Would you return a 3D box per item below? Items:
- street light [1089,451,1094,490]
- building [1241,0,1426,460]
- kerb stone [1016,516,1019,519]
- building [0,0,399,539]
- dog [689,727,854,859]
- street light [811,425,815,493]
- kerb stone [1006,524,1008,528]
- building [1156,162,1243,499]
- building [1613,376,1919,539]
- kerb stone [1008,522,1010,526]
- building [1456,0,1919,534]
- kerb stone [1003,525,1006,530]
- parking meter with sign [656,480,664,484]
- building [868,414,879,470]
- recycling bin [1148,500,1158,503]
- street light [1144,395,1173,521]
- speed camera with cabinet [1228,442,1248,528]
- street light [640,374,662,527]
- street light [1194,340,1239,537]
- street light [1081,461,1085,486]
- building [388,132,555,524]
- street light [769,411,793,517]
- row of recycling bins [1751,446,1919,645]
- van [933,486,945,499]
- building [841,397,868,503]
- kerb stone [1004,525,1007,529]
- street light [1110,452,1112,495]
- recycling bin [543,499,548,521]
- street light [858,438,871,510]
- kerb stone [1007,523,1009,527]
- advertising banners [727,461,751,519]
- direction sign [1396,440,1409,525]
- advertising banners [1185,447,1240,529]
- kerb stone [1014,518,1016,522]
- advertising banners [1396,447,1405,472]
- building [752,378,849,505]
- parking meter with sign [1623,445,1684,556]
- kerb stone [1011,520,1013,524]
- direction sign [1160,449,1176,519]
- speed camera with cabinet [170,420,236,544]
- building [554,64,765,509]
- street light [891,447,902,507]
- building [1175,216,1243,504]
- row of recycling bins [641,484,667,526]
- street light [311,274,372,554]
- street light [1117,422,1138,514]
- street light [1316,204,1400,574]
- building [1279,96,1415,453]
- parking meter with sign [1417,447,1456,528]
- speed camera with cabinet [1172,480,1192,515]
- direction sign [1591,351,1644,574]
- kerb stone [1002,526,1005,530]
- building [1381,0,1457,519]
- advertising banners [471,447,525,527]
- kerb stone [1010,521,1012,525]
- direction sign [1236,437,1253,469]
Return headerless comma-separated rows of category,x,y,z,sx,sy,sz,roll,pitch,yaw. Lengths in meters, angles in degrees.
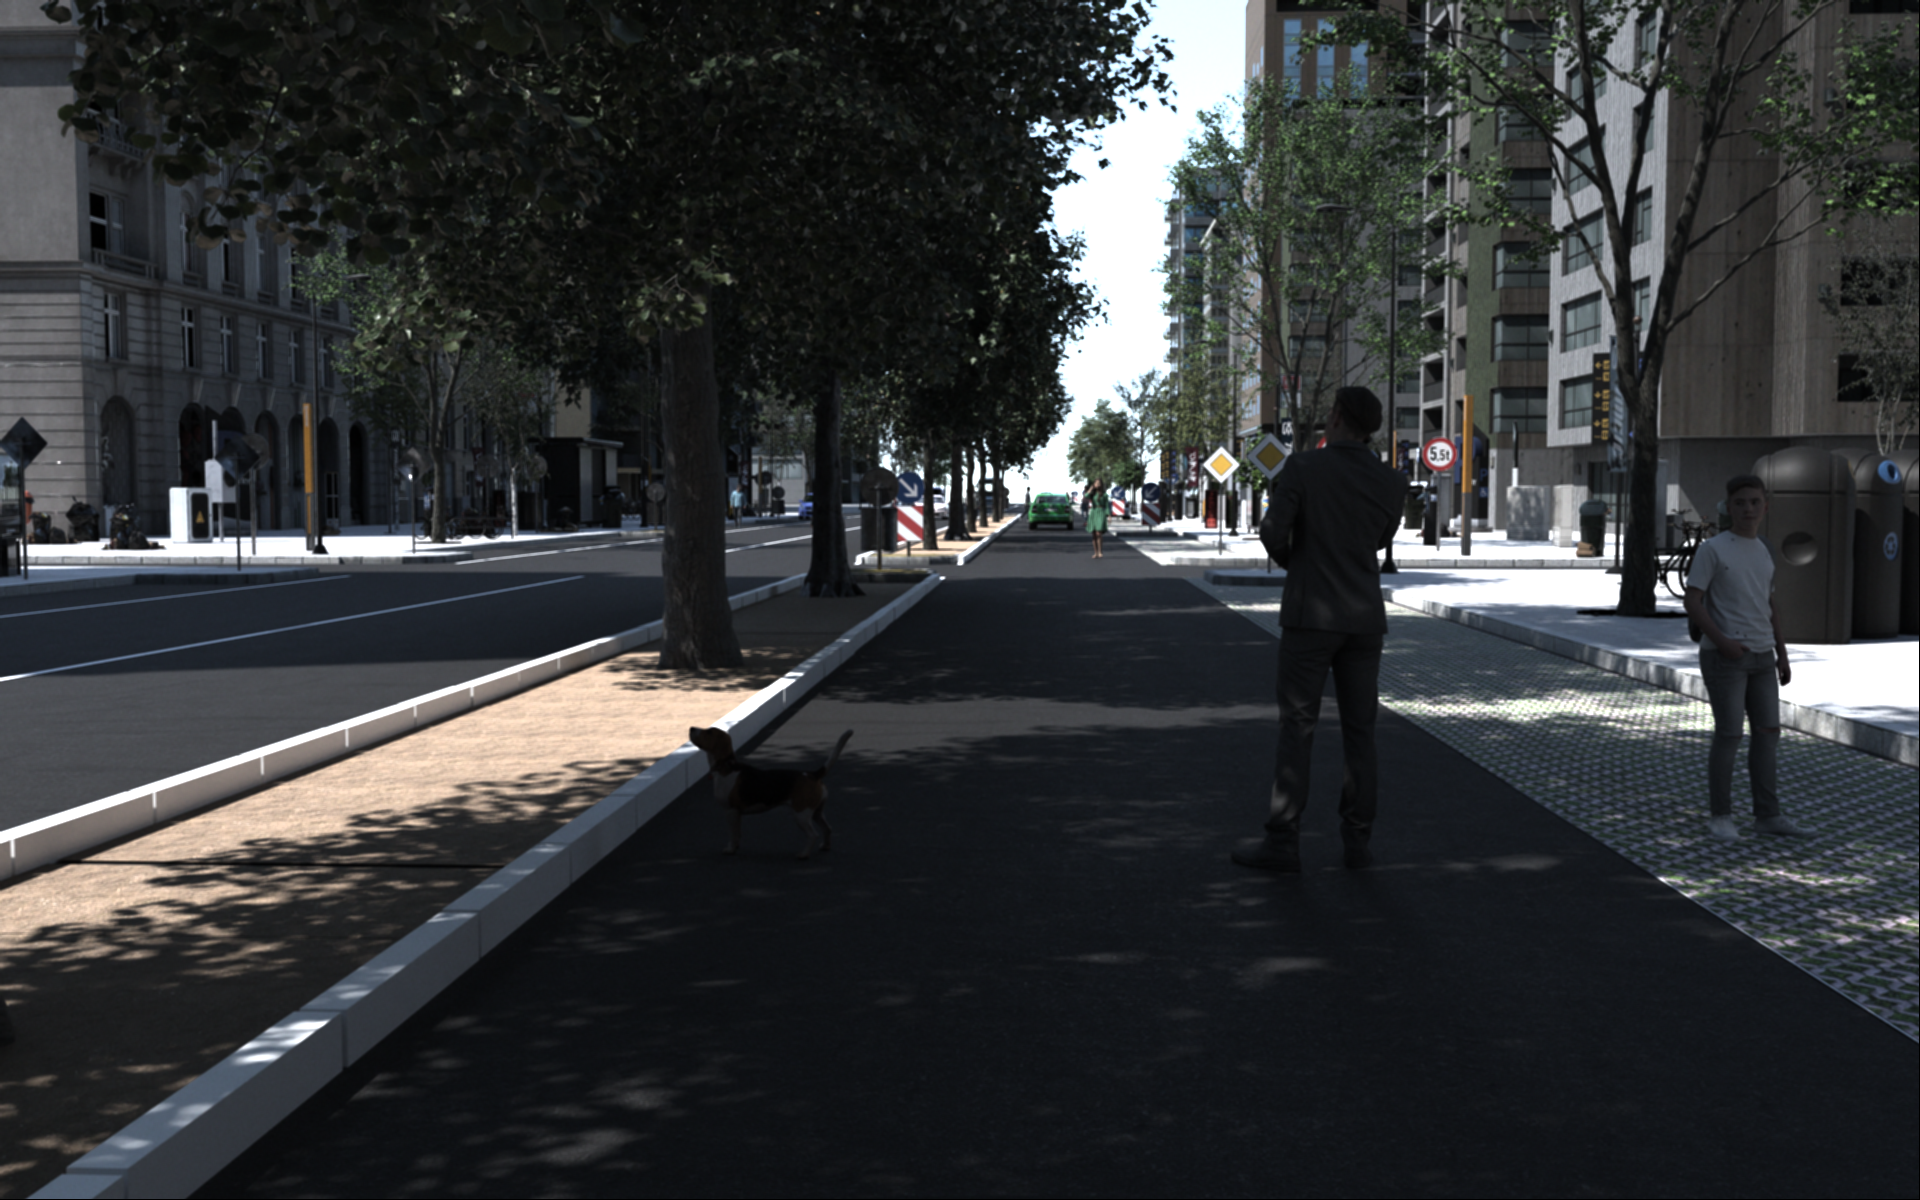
street light,14.617,-13.098,186.691,1.470,5.913,1.316,0,4,3
building,31.167,-30.178,143.521,14.600,45.320,14.200,0,4,3
kerb stone,2.891,-4.231,91.369,0.120,0.150,1.000,0,4,3
building,-30.093,-13.372,60.433,13.314,21.916,24.055,0,4,3
dog,-0.754,0.758,6.890,0.540,0.507,0.406,-2,4,-33
street light,-9.190,-8.615,113.388,1.470,5.913,1.316,0,4,3
kerb stone,1.728,-2.855,68.877,0.120,0.150,1.000,0,4,3
building,41.224,-38.764,253.395,23.786,49.044,30.456,0,4,3
building,26.532,-17.095,51.205,14.107,30.474,14.160,0,4,3
kerb stone,1.943,-3.100,72.959,0.120,0.150,1.000,0,4,3
building,26.179,-18.028,66.452,14.160,30.474,14.107,0,4,3
kerb stone,1.576,-2.665,65.811,0.120,0.150,1.000,0,4,3
parking meter with sign,-16.058,-5.955,93.626,1.738,3.016,0.543,3,4,36
building,-19.944,-30.101,263.850,14.160,30.474,14.107,0,4,3
recycling bin,11.464,-5.441,101.516,0.722,1.027,0.722,1,4,21
street light,9.317,-6.649,81.256,1.470,5.913,1.316,0,4,3
speed camera with cabinet,10.942,-4.388,66.077,0.660,3.252,2.038,3,4,38
street light,-11.651,-5.753,66.606,1.470,5.913,1.316,0,4,3
street light,7.731,-4.873,52.219,1.470,5.913,1.316,0,4,3
street light,17.481,-16.417,240.960,1.470,5.913,1.316,0,4,3
building,-29.020,-17.619,85.330,12.463,27.353,25.104,0,4,3
street light,-9.949,-7.577,96.421,1.470,5.913,1.316,0,4,3
row of recycling bins,8.398,-0.532,15.814,3.534,1.692,1.069,-2,4,-33
van,-2.454,-9.311,156.611,2.240,2.365,5.245,0,4,4
building,-24.844,-38.012,245.201,21.300,48.544,21.600,0,4,3
kerb stone,1.632,-2.730,66.831,0.120,0.150,1.000,0,4,3
street light,11.645,-9.490,127.697,1.470,5.913,1.316,0,4,3
recycling bin,-19.498,-4.284,82.589,0.722,1.027,0.722,3,4,37
street light,-7.690,-10.419,142.893,1.470,5.913,1.316,0,4,3
kerb stone,1.836,-2.980,70.918,0.120,0.150,1.000,0,4,3
advertising banners,-11.951,-5.760,90.370,2.074,3.025,0.090,0,4,-7
direction sign,18.381,-4.929,72.590,0.876,3.537,0.379,-1,4,-10
advertising banners,9.337,-4.153,64.094,2.074,3.025,0.090,0,4,-1
kerb stone,2.518,-3.793,84.204,0.120,0.150,1.000,0,4,3
advertising banners,15.952,-4.186,64.634,2.074,3.025,0.090,-3,4,-38
building,-29.151,-38.619,220.662,28.713,52.752,27.495,0,4,3
parking meter with sign,14.304,-2.422,35.854,1.738,3.016,0.543,-2,4,-33
kerb stone,2.201,-3.418,78.072,0.120,0.150,1.000,0,4,3
direction sign,10.677,-5.871,87.981,0.379,3.537,0.876,-2,4,-33
speed camera with cabinet,-19.967,-3.147,45.790,0.660,3.252,2.038,1,4,15
building,-29.827,-30.659,155.905,22.147,44.769,28.867,0,4,3
street light,-6.214,-12.218,172.304,1.470,5.913,1.316,0,4,3
building,44.618,-32.685,226.281,32.217,40.220,23.993,0,4,3
row of recycling bins,-12.556,-3.964,71.925,1.069,1.692,3.534,-1,4,-18
street light,-13.136,-3.930,36.793,1.470,5.913,1.316,0,4,3
street light,10.713,-8.465,110.940,1.470,5.913,1.316,0,4,3
street light,6.404,-3.386,27.906,1.470,5.913,1.316,0,4,3
building,30.909,-21.905,129.841,14.160,30.474,14.107,0,4,3
parking meter with sign,18.045,-4.201,64.949,1.738,3.016,0.543,0,4,5
speed camera with cabinet,13.603,-6.773,105.069,0.660,3.252,2.038,-3,4,-38
direction sign,10.557,-2.185,27.727,0.876,3.537,0.379,2,4,32
kerb stone,1.475,-2.540,63.770,0.120,0.150,1.000,0,4,3
building,34.686,-39.869,90.118,20.563,71.187,20.611,0,4,3
advertising banners,-17.321,-4.220,65.190,2.074,3.025,0.090,-2,4,-26
kerb stone,2.099,-3.292,76.027,0.120,0.150,1.000,0,4,3
direction sign,11.299,-4.665,68.264,0.876,3.537,0.379,1,4,12
